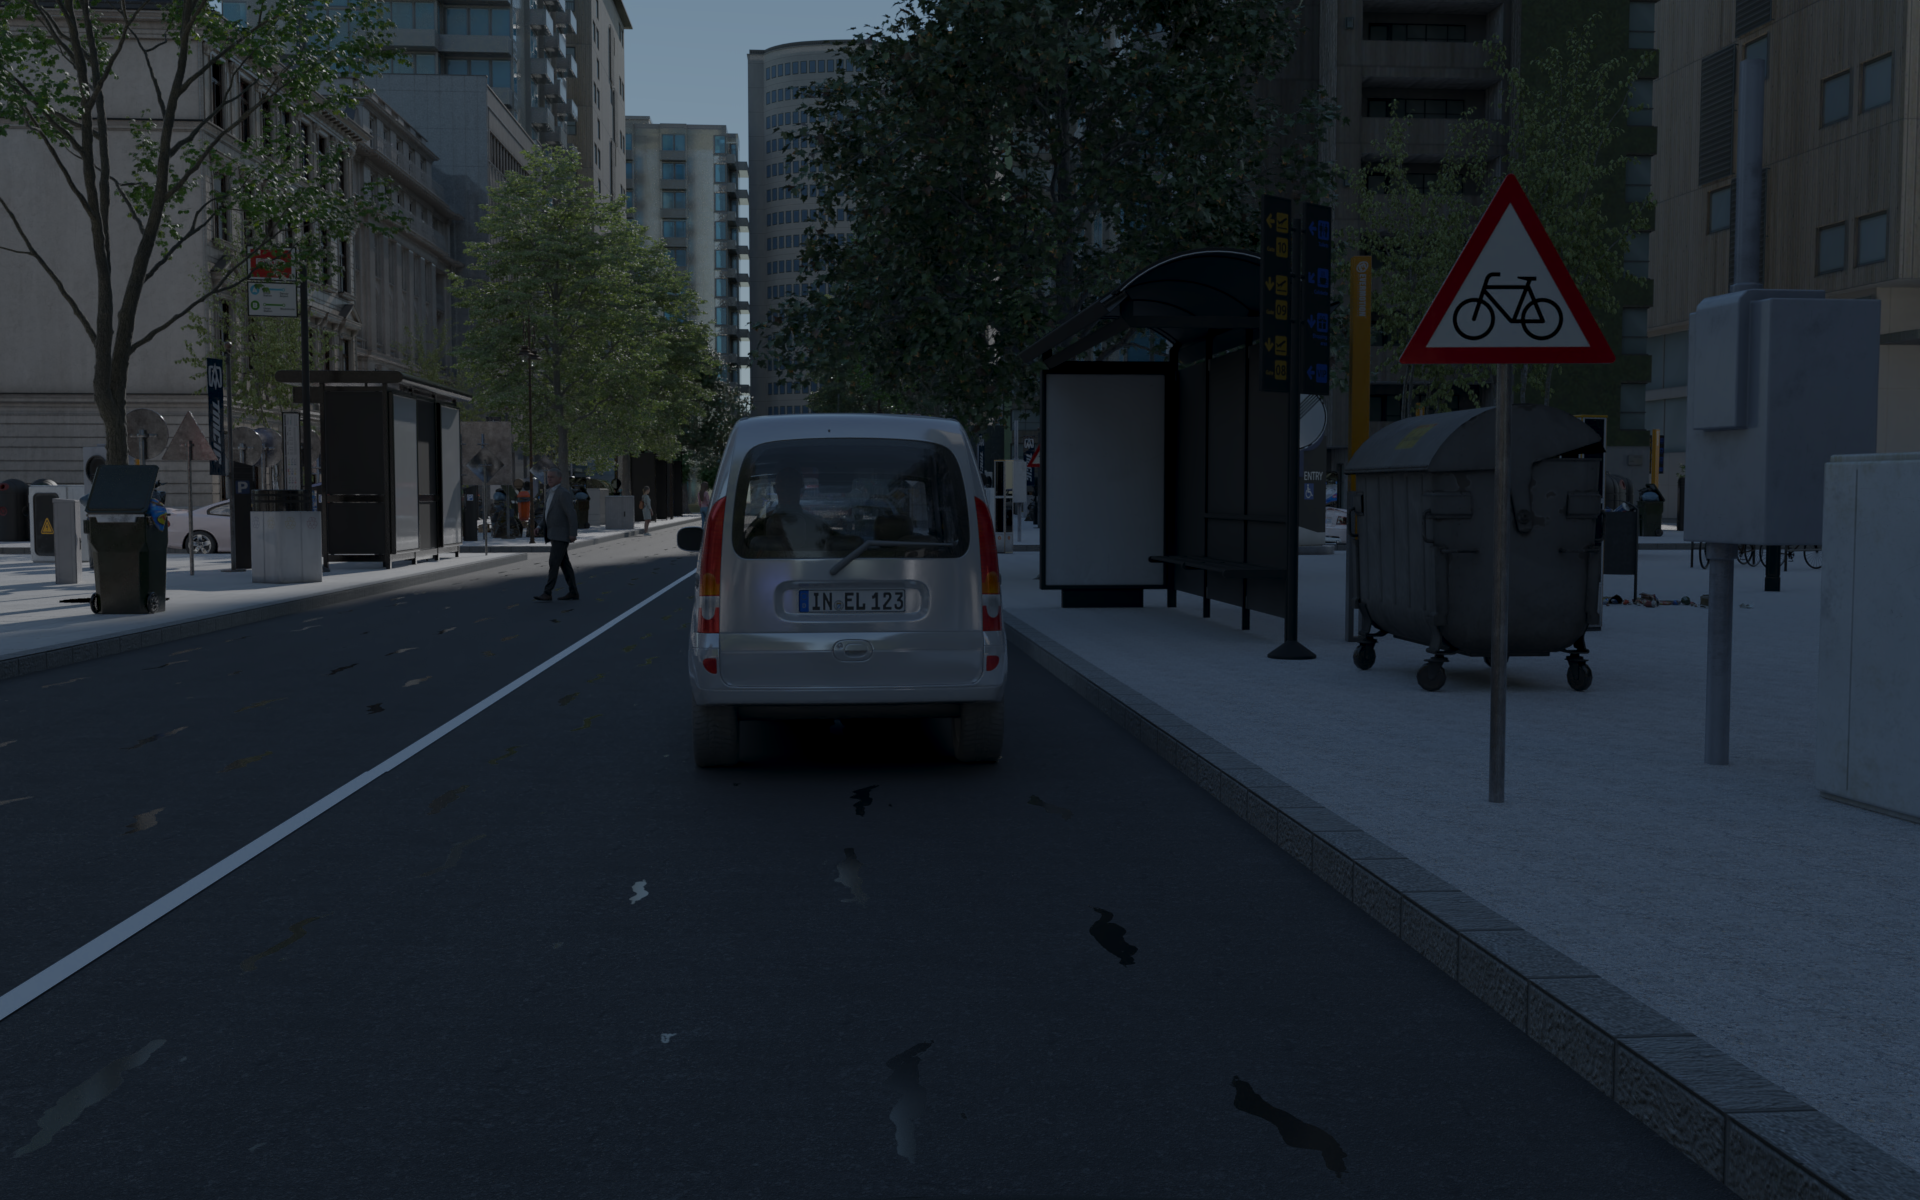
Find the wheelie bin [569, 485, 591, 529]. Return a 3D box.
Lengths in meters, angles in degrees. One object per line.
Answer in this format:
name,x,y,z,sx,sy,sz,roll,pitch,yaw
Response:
wheelie bin,-14.035,-3.414,63.728,0.980,1.594,0.693,2,4,35

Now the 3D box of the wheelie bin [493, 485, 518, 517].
wheelie bin,-14.722,-2.952,56.168,0.693,1.594,0.980,1,4,15

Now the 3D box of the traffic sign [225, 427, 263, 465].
traffic sign,-13.550,-1.996,32.735,0.768,2.556,0.104,0,4,4

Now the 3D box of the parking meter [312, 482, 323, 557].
parking meter,-13.123,-1.650,35.389,0.372,1.533,0.369,0,3,0

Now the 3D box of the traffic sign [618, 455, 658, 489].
traffic sign,-16.595,-5.870,89.844,2.265,3.308,0.079,0,4,-4

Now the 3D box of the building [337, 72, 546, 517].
building,-33.464,-17.707,107.536,12.078,24.808,19.932,0,4,-5

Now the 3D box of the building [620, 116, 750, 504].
building,-42.283,-36.837,221.898,30.456,49.044,23.786,0,4,-5

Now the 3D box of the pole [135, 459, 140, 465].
pole,-24.306,-3.514,51.305,0.158,3.312,0.155,0,3,0

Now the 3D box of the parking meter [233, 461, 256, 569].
parking meter,-12.321,-1.471,29.759,0.399,1.863,0.255,-2,4,-31

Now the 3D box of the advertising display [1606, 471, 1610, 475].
advertising display,18.163,-2.709,49.499,0.123,1.923,0.974,-1,4,-22

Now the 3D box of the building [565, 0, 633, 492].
building,-46.631,-35.316,166.657,27.495,52.752,28.713,0,4,-5

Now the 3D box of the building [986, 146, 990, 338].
building,5.581,-30.281,178.696,14.154,41.232,14.086,0,4,-5

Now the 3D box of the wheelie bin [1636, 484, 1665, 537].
wheelie bin,20.840,-2.715,52.295,0.693,1.594,0.980,0,4,-1

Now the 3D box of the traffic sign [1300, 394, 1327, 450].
traffic sign,3.887,-1.232,20.251,0.768,2.556,0.104,0,4,2

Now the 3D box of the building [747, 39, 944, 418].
building,-12.924,-41.673,223.347,28.212,58.520,21.231,0,4,-5

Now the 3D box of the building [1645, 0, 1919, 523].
building,43.944,-29.565,72.623,27.495,52.752,28.713,0,4,-5

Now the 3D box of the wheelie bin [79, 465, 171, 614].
wheelie bin,-8.981,-0.659,18.684,0.980,1.594,0.693,0,4,-2

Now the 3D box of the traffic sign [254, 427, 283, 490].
traffic sign,-13.293,-2.018,33.098,0.768,2.556,0.104,0,4,-2

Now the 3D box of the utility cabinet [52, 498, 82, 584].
utility cabinet,-12.952,-0.856,25.164,0.306,1.237,1.020,-1,4,-23

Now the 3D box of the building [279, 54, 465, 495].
building,-33.527,-14.911,85.592,13.314,21.916,24.055,0,4,-5

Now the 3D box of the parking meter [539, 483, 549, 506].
parking meter,-18.774,-4.437,78.257,0.255,1.863,0.399,3,4,37

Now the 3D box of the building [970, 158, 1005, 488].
building,12.228,-51.536,155.285,22.319,86.520,31.000,0,4,-5

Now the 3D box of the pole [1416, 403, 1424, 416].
pole,10.297,-2.752,38.842,0.158,3.312,0.155,0,3,0

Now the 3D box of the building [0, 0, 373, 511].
building,-29.145,-12.148,63.248,10.561,19.102,19.286,0,4,-5

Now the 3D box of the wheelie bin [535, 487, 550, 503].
wheelie bin,-21.717,-5.022,90.011,0.693,1.594,0.980,-1,4,-22

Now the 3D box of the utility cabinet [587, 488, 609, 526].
utility cabinet,-15.124,-3.848,71.592,1.173,1.500,0.318,-2,4,-29

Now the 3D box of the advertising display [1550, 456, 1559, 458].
advertising display,7.772,-1.128,23.660,0.974,1.923,0.123,-1,4,-12

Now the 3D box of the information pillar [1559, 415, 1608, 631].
information pillar,5.829,-0.719,16.256,0.304,2.012,0.304,-1,4,-22

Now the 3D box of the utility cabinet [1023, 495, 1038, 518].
utility cabinet,3.849,-5.085,94.302,0.306,1.237,1.020,3,4,38

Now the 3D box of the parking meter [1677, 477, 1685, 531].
parking meter,25.072,-3.328,60.124,0.255,1.863,0.399,1,4,9

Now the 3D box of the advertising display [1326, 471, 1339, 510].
advertising display,10.091,-2.641,48.387,0.974,1.923,0.123,2,4,24

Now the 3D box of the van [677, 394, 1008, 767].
van,-0.739,-0.216,10.536,2.013,2.044,4.112,0,4,-6

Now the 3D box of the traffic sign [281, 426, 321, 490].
traffic sign,-12.335,-1.977,32.429,0.768,2.556,0.104,0,4,4

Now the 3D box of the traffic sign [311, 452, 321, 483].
traffic sign,-13.483,-2.098,36.424,0.606,2.300,0.079,0,4,5

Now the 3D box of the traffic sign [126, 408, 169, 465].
traffic sign,-12.142,-1.569,25.760,0.768,2.556,0.104,0,4,3

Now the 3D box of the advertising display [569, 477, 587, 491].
advertising display,-14.463,-3.648,64.866,0.974,1.923,0.123,-2,4,-32

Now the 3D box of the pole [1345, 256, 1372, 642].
pole,3.445,-1.293,14.976,0.158,3.312,0.155,0,3,0

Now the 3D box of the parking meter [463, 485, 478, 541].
parking meter,-13.340,-2.370,47.165,0.372,1.533,0.369,0,3,0

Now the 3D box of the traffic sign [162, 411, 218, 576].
traffic sign,-12.102,-1.665,27.224,0.884,2.594,0.081,0,3,0

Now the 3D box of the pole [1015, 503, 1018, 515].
pole,3.467,-6.888,106.463,0.158,3.312,0.155,0,3,0

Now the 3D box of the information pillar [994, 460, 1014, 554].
information pillar,0.945,-2.010,37.353,0.304,2.012,0.304,3,5,40

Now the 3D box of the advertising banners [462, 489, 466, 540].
advertising banners,-13.715,-3.118,47.168,0.090,3.025,2.074,0,4,-5

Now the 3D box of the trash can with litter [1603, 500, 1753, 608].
trash can with litter,7.899,-0.543,19.944,2.233,1.210,1.678,3,4,38

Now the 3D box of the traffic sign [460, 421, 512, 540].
traffic sign,-13.694,-3.346,48.587,2.265,3.308,0.079,0,4,3

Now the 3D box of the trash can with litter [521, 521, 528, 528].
trash can with litter,-16.600,-3.273,64.906,1.055,1.170,0.624,1,4,13

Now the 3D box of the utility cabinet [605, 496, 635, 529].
utility cabinet,-12.440,-3.191,63.328,1.020,1.237,0.306,0,4,-3

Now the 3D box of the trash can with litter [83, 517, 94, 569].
trash can with litter,-14.383,-1.112,29.571,1.055,1.170,0.624,1,4,9

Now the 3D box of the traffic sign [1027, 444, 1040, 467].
traffic sign,1.762,-2.093,34.218,0.884,2.594,0.081,0,4,5

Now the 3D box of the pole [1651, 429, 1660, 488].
pole,21.908,-3.716,54.601,0.158,3.312,0.155,0,3,0

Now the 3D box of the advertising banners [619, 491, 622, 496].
advertising banners,-18.116,-5.924,93.051,0.090,3.025,2.074,-2,4,-29

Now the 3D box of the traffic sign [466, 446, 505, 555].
traffic sign,-9.897,-1.988,36.141,0.795,2.450,0.064,0,4,-5

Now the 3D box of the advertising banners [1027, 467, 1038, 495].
advertising banners,4.238,-6.552,103.317,2.074,3.025,0.090,-3,4,-37

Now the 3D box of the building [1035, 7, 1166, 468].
building,17.257,-29.738,105.823,23.786,49.044,30.456,0,4,-5

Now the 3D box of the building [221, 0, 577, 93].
building,-41.377,-31.326,131.792,23.786,49.044,30.456,0,4,-5

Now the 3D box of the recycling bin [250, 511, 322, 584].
recycling bin,-9.780,-0.770,25.150,0.722,1.027,0.722,2,4,35

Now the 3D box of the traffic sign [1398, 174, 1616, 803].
traffic sign,2.235,-0.437,7.143,0.884,2.594,0.081,0,4,0

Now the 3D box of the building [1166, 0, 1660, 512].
building,15.818,-17.877,63.984,14.107,30.474,14.160,0,4,-5

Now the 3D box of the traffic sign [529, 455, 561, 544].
traffic sign,-10.558,-2.474,44.099,0.795,2.450,0.064,0,4,-5
